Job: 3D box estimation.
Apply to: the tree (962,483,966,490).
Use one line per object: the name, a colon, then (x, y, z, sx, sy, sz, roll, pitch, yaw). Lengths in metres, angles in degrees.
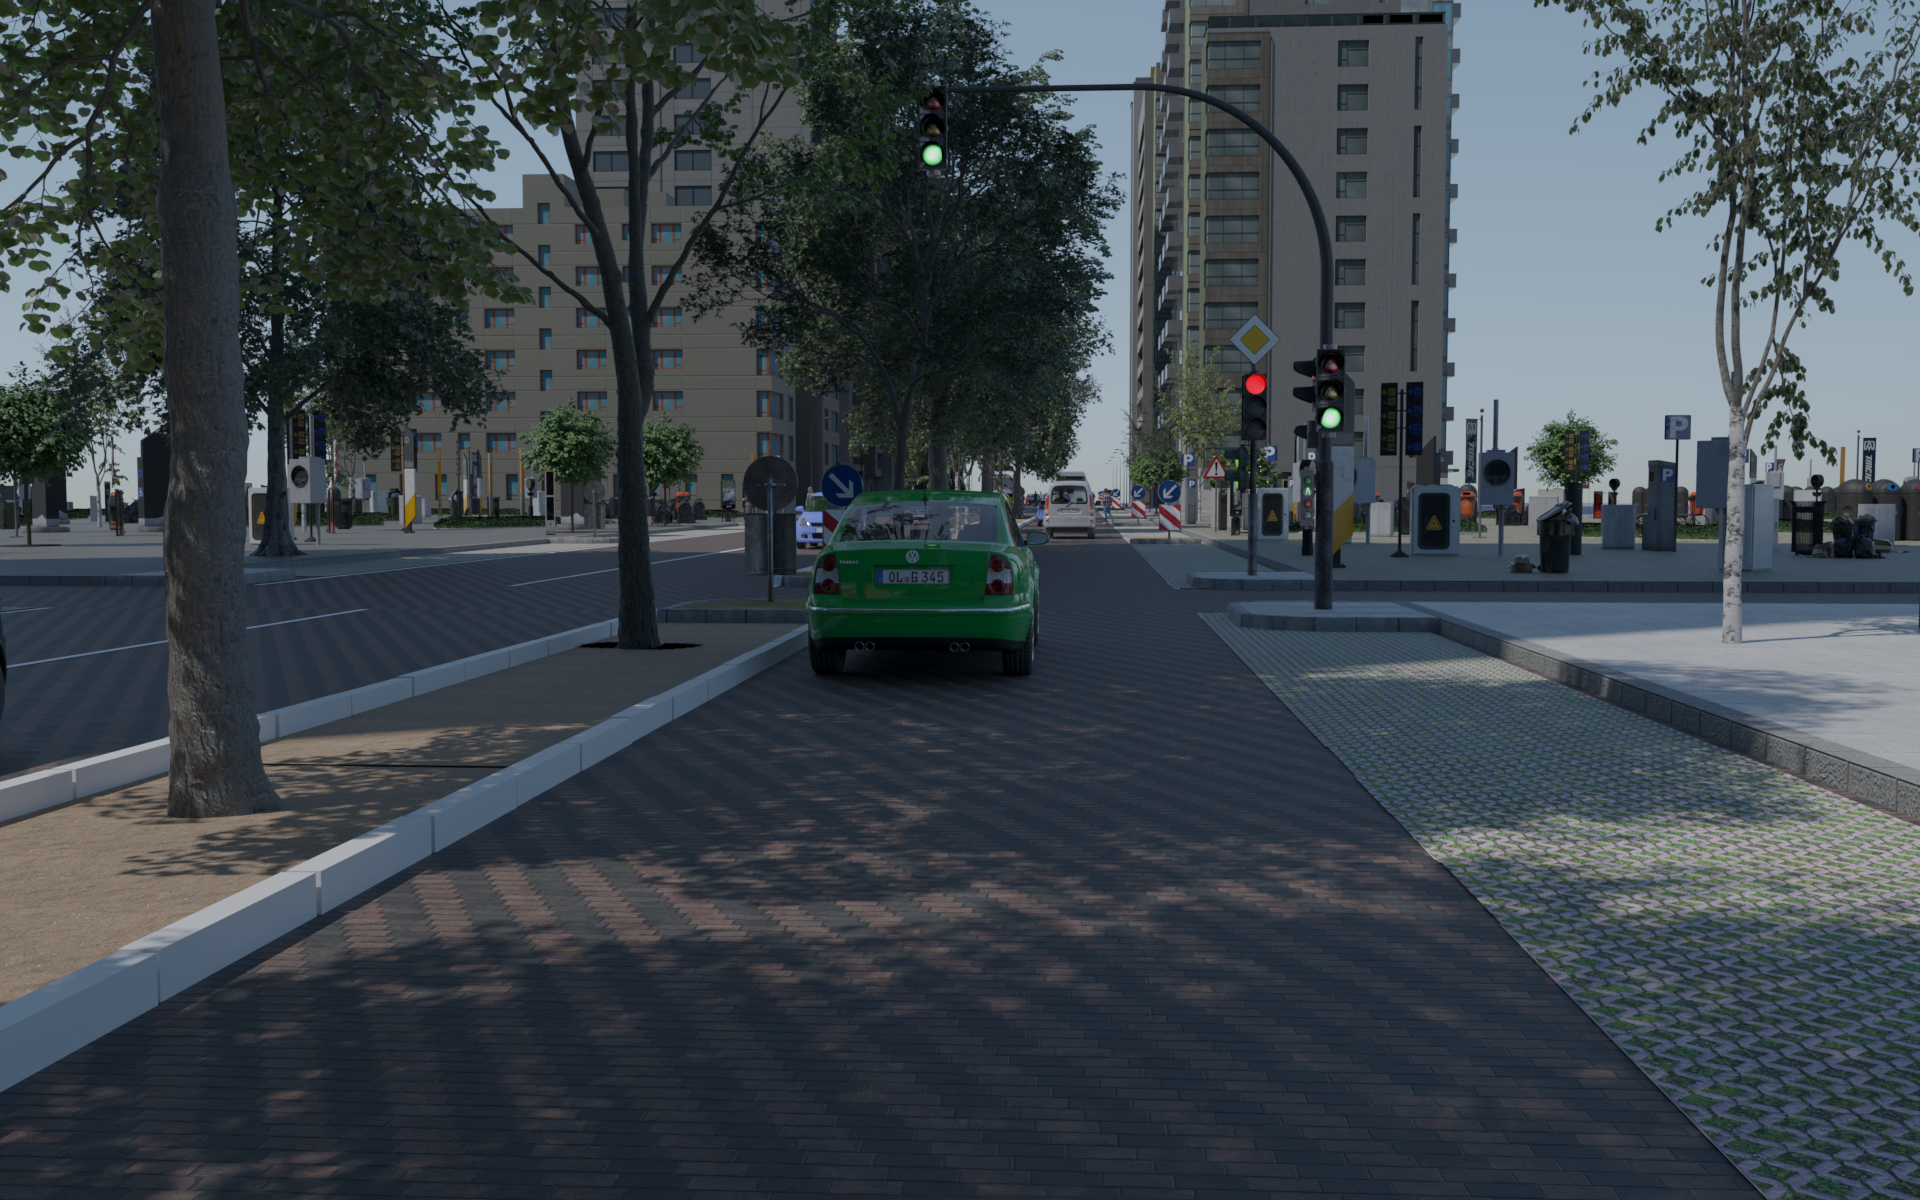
tree: (0.442, -15.330, 245.239, 1.663, 3.219, 1.824, 0, 3, 0)

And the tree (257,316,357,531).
tree: (-22.558, -6.695, 59.829, 4.737, 8.622, 4.395, 0, 3, 0)

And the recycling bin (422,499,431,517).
recycling bin: (-29.996, -5.142, 96.632, 0.722, 1.027, 0.722, 1, 4, 10)

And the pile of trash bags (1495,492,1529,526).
pile of trash bags: (23.042, -3.769, 71.383, 1.912, 1.369, 3.447, 1, 4, 13)

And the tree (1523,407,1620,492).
tree: (23.165, -5.026, 65.893, 4.285, 4.588, 4.351, 0, 3, 0)

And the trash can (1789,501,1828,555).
trash can: (17.812, -1.513, 36.395, 0.748, 1.137, 0.748, 0, 3, 0)

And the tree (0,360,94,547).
tree: (-22.979, -3.604, 42.638, 4.285, 4.588, 4.351, 0, 3, 0)

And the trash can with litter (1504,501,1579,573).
trash can with litter: (9.462, -1.028, 28.196, 1.055, 1.170, 0.624, 0, 4, 2)

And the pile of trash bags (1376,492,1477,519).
pile of trash bags: (17.779, -3.402, 65.381, 3.447, 1.369, 1.912, 2, 4, 34)

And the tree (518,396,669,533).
tree: (-12.873, -4.522, 57.656, 4.285, 4.588, 4.351, 0, 3, 0)

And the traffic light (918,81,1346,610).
traffic light: (1.935, -2.726, 19.238, 4.771, 5.953, 1.251, 0, 4, 4)

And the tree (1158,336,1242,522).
tree: (11.167, -7.948, 80.318, 4.737, 8.622, 4.395, 0, 3, 0)

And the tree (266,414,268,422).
tree: (-36.102, -8.811, 94.415, 4.360, 8.622, 3.978, 0, 3, 0)

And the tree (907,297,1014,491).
tree: (-0.039, -5.904, 49.353, 4.360, 8.622, 3.978, 0, 3, 0)

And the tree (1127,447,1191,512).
tree: (13.474, -8.486, 122.467, 4.285, 4.588, 4.351, 0, 3, 0)

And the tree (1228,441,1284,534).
tree: (9.734, -3.788, 56.531, 1.663, 3.219, 1.824, 0, 3, 0)

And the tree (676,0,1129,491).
tree: (-1.225, -5.790, 31.528, 8.767, 10.594, 7.601, 0, 4, 4)

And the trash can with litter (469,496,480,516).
trash can with litter: (-23.092, -4.299, 81.344, 2.233, 1.210, 1.678, 1, 4, 14)

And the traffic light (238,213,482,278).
traffic light: (-10.189, -3.277, 28.254, 4.771, 5.953, 1.251, 0, 4, 4)

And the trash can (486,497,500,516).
trash can: (-23.856, -4.702, 88.539, 0.748, 1.137, 0.748, 0, 3, 0)

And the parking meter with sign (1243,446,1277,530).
parking meter with sign: (10.684, -4.010, 61.831, 0.543, 3.016, 1.738, 3, 4, 36)

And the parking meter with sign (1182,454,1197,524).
parking meter with sign: (9.820, -4.747, 73.871, 0.543, 3.016, 1.738, 0, 4, 0)

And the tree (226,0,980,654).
tree: (-3.081, -5.359, 15.831, 9.928, 11.665, 9.643, 0, 3, 0)

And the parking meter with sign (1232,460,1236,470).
parking meter with sign: (11.516, -4.359, 67.531, 1.738, 3.016, 0.543, 1, 4, 16)

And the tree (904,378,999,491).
tree: (0.207, -6.284, 55.556, 4.737, 8.622, 4.395, 0, 3, 0)

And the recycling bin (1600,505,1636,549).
recycling bin: (15.464, -1.722, 40.706, 0.722, 1.027, 0.722, 1, 4, 17)

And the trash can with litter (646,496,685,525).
trash can with litter: (-12.565, -3.743, 72.248, 2.233, 1.210, 1.678, -1, 4, -16)

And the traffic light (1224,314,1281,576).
traffic light: (4.588, -2.341, 27.199, 0.839, 4.253, 0.868, 0, 4, 4)

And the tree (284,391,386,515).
tree: (-26.239, -7.594, 74.532, 4.360, 8.622, 3.978, 0, 3, 0)

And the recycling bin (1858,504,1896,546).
recycling bin: (22.837, -1.873, 43.173, 0.722, 1.027, 0.722, 1, 4, 17)

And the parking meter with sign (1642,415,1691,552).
parking meter with sign: (15.835, -2.615, 39.013, 0.543, 3.016, 1.738, 0, 4, 3)

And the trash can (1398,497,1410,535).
trash can: (14.107, -2.615, 54.412, 0.748, 1.137, 0.748, 0, 3, 0)

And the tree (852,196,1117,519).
tree: (0.991, -8.872, 64.517, 9.611, 12.733, 9.660, 0, 3, 0)

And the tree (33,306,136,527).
tree: (-33.607, -7.140, 67.105, 4.737, 8.622, 4.395, 0, 3, 0)

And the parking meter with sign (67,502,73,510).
parking meter with sign: (-50.602, -6.163, 97.031, 1.738, 3.016, 0.543, 0, 4, 6)

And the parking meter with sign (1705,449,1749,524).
parking meter with sign: (29.422, -4.298, 66.527, 1.738, 3.016, 0.543, -2, 4, -24)

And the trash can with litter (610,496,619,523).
trash can with litter: (-15.665, -4.014, 76.688, 2.233, 1.210, 1.678, -3, 5, -40)

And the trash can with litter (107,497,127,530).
trash can with litter: (-30.174, -3.097, 62.023, 0.624, 1.170, 1.055, -2, 4, -26)

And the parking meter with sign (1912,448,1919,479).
parking meter with sign: (36.597, -4.203, 64.986, 0.543, 3.016, 1.738, -1, 4, -15)

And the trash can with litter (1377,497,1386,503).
trash can with litter: (14.874, -2.961, 59.800, 1.055, 1.170, 0.624, 0, 4, 7)

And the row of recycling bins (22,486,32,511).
row of recycling bins: (-48.774, -5.089, 90.310, 1.069, 1.692, 3.534, 0, 4, -1)

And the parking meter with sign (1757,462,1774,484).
parking meter with sign: (43.939, -6.071, 95.518, 1.738, 3.016, 0.543, -1, 4, -17)

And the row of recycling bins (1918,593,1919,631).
row of recycling bins: (10.080, -0.586, 16.696, 1.069, 1.692, 3.534, 3, 5, 43)

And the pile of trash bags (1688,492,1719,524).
pile of trash bags: (28.574, -3.331, 64.214, 1.912, 1.369, 3.447, -2, 4, -34)

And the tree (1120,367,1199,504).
tree: (11.398, -8.992, 97.376, 4.360, 8.622, 3.978, 0, 3, 0)

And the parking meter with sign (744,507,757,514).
parking meter with sign: (-11.642, -6.335, 99.839, 1.738, 3.016, 0.543, 1, 4, 18)

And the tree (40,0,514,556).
tree: (-14.158, -7.270, 35.872, 9.611, 12.733, 9.660, 0, 3, 0)

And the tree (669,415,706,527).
tree: (-11.695, -5.185, 68.482, 4.285, 4.588, 4.351, 0, 3, 0)

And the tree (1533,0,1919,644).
tree: (6.871, -3.927, 14.569, 4.360, 8.622, 3.978, 0, 3, 0)

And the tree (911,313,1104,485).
tree: (2.035, -10.678, 87.406, 12.009, 13.543, 11.850, 0, 3, 0)

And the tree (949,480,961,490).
tree: (-1.316, -13.899, 221.851, 1.663, 3.219, 1.824, 0, 3, 0)

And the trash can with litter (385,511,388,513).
trash can with litter: (-31.500, -5.174, 95.986, 1.055, 1.170, 0.624, -3, 5, -39)

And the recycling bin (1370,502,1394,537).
recycling bin: (12.713, -2.435, 52.371, 0.722, 1.027, 0.722, 1, 4, 20)

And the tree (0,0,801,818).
tree: (-3.270, -5.286, 7.004, 7.486, 12.596, 7.792, 0, 3, 0)

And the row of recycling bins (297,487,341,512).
row of recycling bins: (-36.689, -5.591, 98.522, 3.534, 1.692, 1.069, 2, 4, 24)

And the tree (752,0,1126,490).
tree: (-0.469, -8.109, 41.697, 9.857, 13.997, 8.962, 0, 3, 0)

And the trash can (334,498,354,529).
trash can: (-22.541, -3.161, 63.329, 0.748, 1.137, 0.748, 0, 3, 0)

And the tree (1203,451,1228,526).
tree: (10.574, -4.650, 70.626, 1.663, 3.219, 1.824, 0, 3, 0)

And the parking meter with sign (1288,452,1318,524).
parking meter with sign: (13.790, -4.564, 70.890, 1.738, 3.016, 0.543, -2, 4, -31)
